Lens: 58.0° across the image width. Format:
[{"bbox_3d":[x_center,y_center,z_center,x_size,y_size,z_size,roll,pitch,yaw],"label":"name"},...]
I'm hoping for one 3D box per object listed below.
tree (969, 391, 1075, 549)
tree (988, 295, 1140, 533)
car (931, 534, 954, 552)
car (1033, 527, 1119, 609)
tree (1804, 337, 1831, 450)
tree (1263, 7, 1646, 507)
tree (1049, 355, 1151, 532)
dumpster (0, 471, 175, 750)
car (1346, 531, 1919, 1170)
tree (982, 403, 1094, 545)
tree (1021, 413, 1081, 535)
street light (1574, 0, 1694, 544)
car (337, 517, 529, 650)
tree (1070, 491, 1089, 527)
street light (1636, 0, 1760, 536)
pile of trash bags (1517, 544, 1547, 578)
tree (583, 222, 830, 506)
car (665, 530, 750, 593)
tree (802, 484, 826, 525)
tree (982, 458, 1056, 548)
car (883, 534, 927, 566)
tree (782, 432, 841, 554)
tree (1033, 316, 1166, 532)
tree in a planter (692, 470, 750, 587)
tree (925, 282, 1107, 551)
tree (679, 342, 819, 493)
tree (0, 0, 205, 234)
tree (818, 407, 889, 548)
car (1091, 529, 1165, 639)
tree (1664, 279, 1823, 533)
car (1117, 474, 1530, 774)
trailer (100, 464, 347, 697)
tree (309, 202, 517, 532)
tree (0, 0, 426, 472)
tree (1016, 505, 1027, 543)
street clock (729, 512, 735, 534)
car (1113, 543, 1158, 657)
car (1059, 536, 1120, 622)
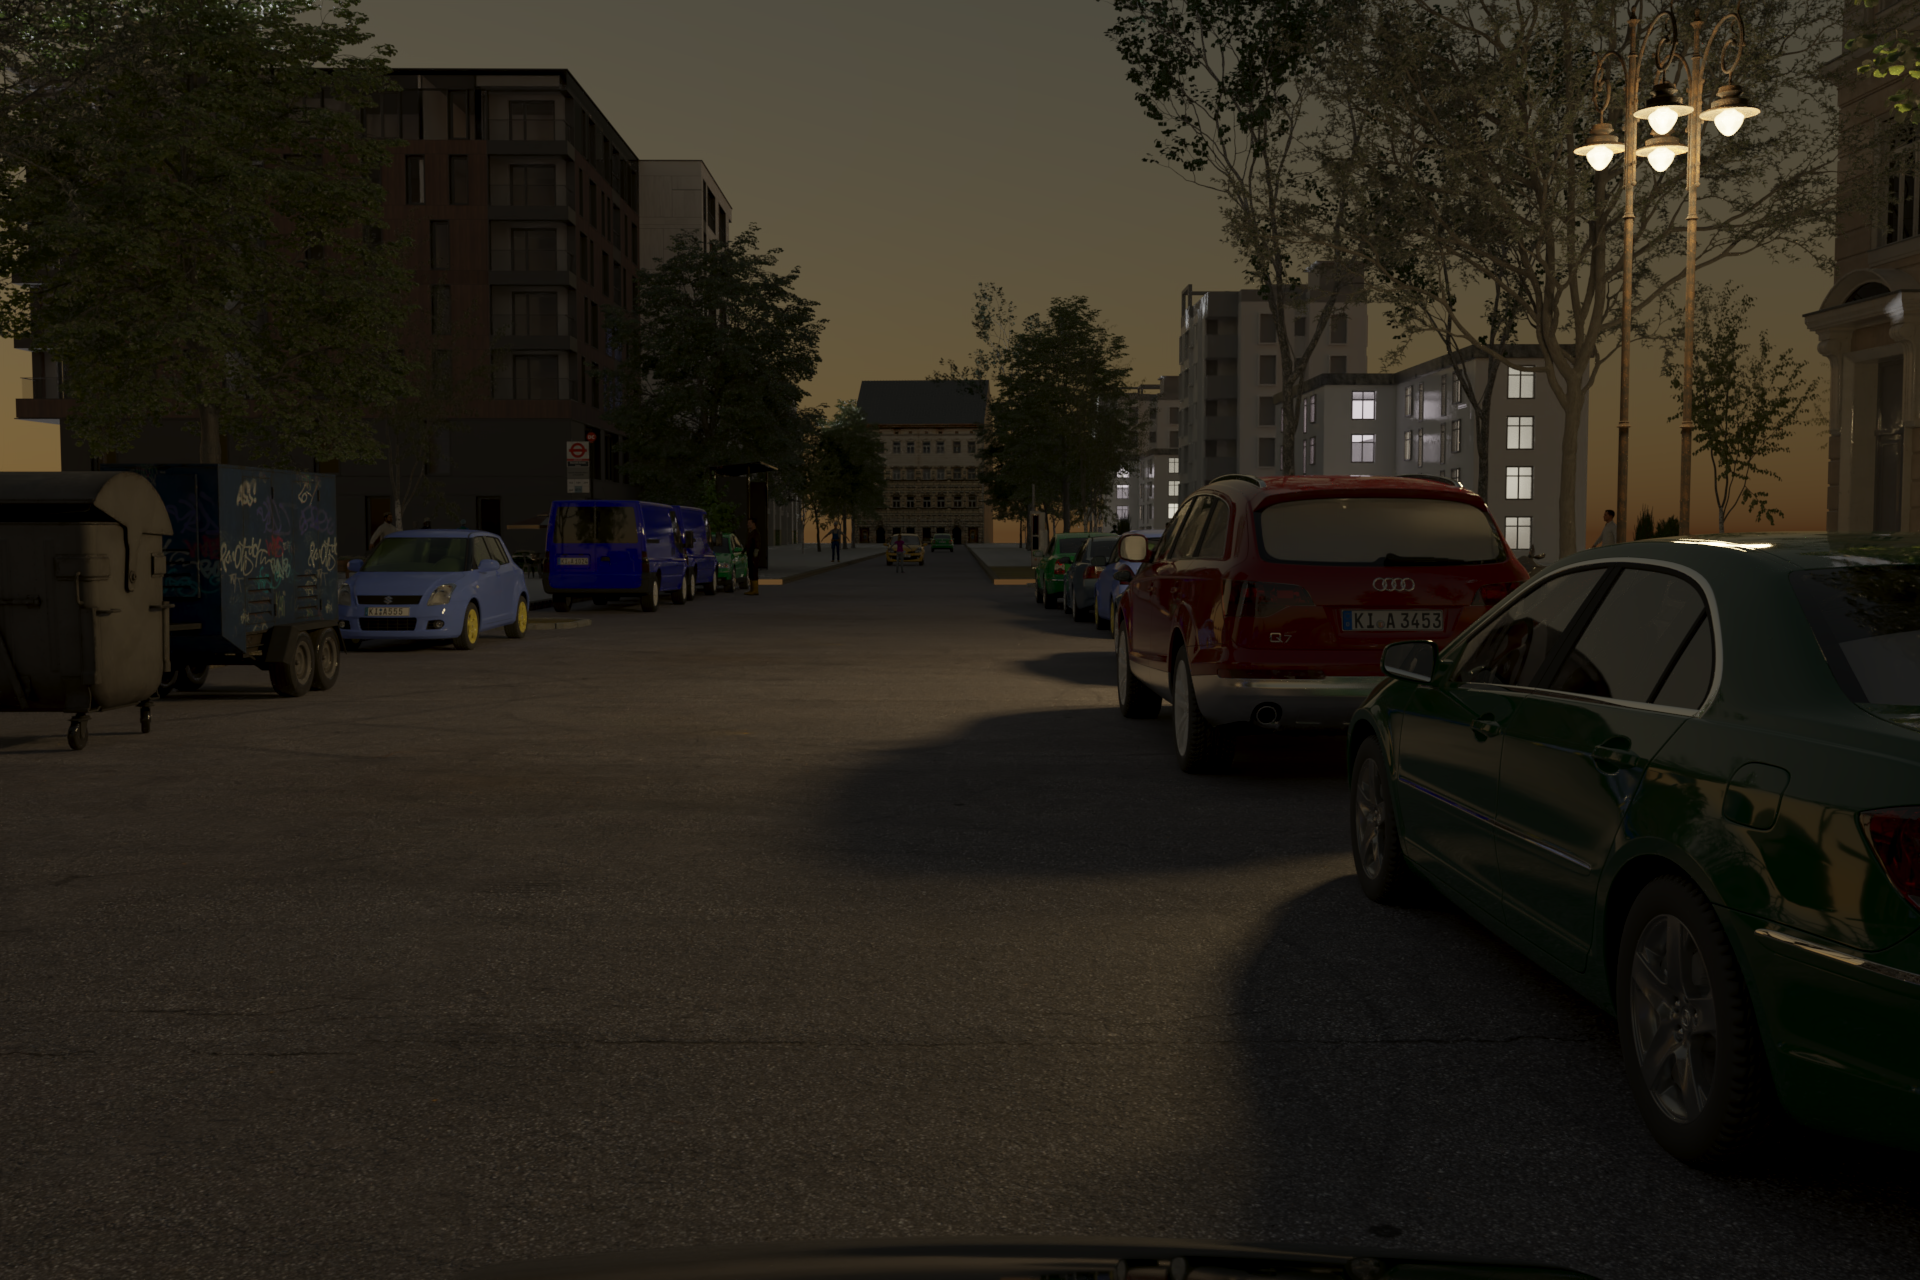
[{"bbox_3d":[5.725,-14.584,145.096,9.857,13.997,8.962,0,3,0],"label":"tree"},{"bbox_3d":[4.935,-10.059,82.595,7.486,12.596,7.792,0,3,0],"label":"tree"},{"bbox_3d":[-1.420,-7.900,137.962,1.959,1.807,4.718,0,4,-1],"label":"car"},{"bbox_3d":[2.469,-1.573,34.523,1.959,1.807,4.718,0,4,-1],"label":"car"},{"bbox_3d":[27.851,-6.151,50.939,4.360,8.622,3.978,0,3,0],"label":"tree"},{"bbox_3d":[17.907,-12.659,62.866,12.611,20.169,13.585,0,3,0],"label":"tree"},{"bbox_3d":[5.415,-7.443,72.054,4.360,8.622,3.978,0,3,0],"label":"tree"},{"bbox_3d":[-6.556,-0.226,11.905,1.865,1.857,1.264,0,3,0],"label":"dumpster"},{"bbox_3d":[2.513,0.395,5.343,2.131,1.459,4.920,0,4,-1],"label":"car"},{"bbox_3d":[5.832,-11.001,114.273,8.767,10.594,7.601,0,4,-7],"label":"tree"},{"bbox_3d":[5.261,-8.815,94.492,4.360,8.622,3.978,0,3,0],"label":"tree"},{"bbox_3d":[5.889,-2.601,15.320,0.468,5.910,1.993,0,3,0],"label":"street light"},{"bbox_3d":[-6.834,-0.789,22.483,1.945,1.707,3.694,0,4,0],"label":"car"},{"bbox_3d":[18.776,-20.721,245.440,9.857,13.997,8.962,0,3,0],"label":"tree"},{"bbox_3d":[6.472,-2.605,15.378,0.468,5.910,1.993,0,4,0],"label":"street light"},{"bbox_3d":[6.296,-0.740,21.848,1.912,1.369,3.447,0,3,0],"label":"pile of trash bags"},{"bbox_3d":[-10.017,-10.017,70.427,9.857,13.997,8.962,0,3,0],"label":"tree"},{"bbox_3d":[-6.393,-2.139,43.770,1.959,1.807,4.718,0,3,0],"label":"car"},{"bbox_3d":[-21.562,-18.730,240.644,7.601,10.594,8.767,0,4,7],"label":"tree"},{"bbox_3d":[5.733,-13.554,156.014,8.767,10.594,7.601,3,5,44],"label":"tree"},{"bbox_3d":[-2.502,-4.247,79.659,2.015,1.641,3.980,0,4,0],"label":"car"},{"bbox_3d":[-10.107,-9.936,112.818,4.737,8.622,4.395,0,3,0],"label":"tree"},{"bbox_3d":[4.122,-6.657,59.204,4.360,8.622,3.978,0,3,0],"label":"tree"},{"bbox_3d":[-6.916,-3.118,48.200,1.991,3.239,1.994,0,4,0],"label":"tree in a planter"},{"bbox_3d":[4.038,-16.854,131.456,12.611,20.169,13.585,0,3,0],"label":"tree"},{"bbox_3d":[-10.149,-9.039,82.196,7.601,10.594,8.767,0,4,3],"label":"tree"},{"bbox_3d":[-12.462,-6.453,15.872,12.009,13.543,11.850,0,3,0],"label":"tree"},{"bbox_3d":[-9.920,-14.438,154.195,7.486,12.596,7.792,0,3,0],"label":"tree"},{"bbox_3d":[2.881,-0.935,24.875,1.945,1.707,3.694,0,4,-1],"label":"car"},{"bbox_3d":[22.150,-6.088,49.897,4.737,8.622,4.395,0,3,0],"label":"tree"},{"bbox_3d":[2.297,-0.198,11.918,2.281,1.827,5.304,0,4,-1],"label":"car"},{"bbox_3d":[-6.481,-0.474,14.794,1.471,1.999,3.904,0,4,0],"label":"trailer"},{"bbox_3d":[-12.854,-5.422,39.008,4.360,8.622,3.978,0,3,0],"label":"tree"},{"bbox_3d":[-12.972,-6.765,28.730,7.486,12.596,7.792,0,3,0],"label":"tree"},{"bbox_3d":[8.889,-17.808,241.528,4.737,8.622,4.395,0,3,0],"label":"tree"},{"bbox_3d":[-7.310,-3.086,55.022,0.358,2.002,0.471,0,4,1],"label":"street clock"},{"bbox_3d":[2.670,-0.381,18.240,2.014,1.417,4.499,0,4,-1],"label":"car"},{"bbox_3d":[2.724,-1.074,29.558,2.014,1.417,4.499,0,4,0],"label":"car"}]
